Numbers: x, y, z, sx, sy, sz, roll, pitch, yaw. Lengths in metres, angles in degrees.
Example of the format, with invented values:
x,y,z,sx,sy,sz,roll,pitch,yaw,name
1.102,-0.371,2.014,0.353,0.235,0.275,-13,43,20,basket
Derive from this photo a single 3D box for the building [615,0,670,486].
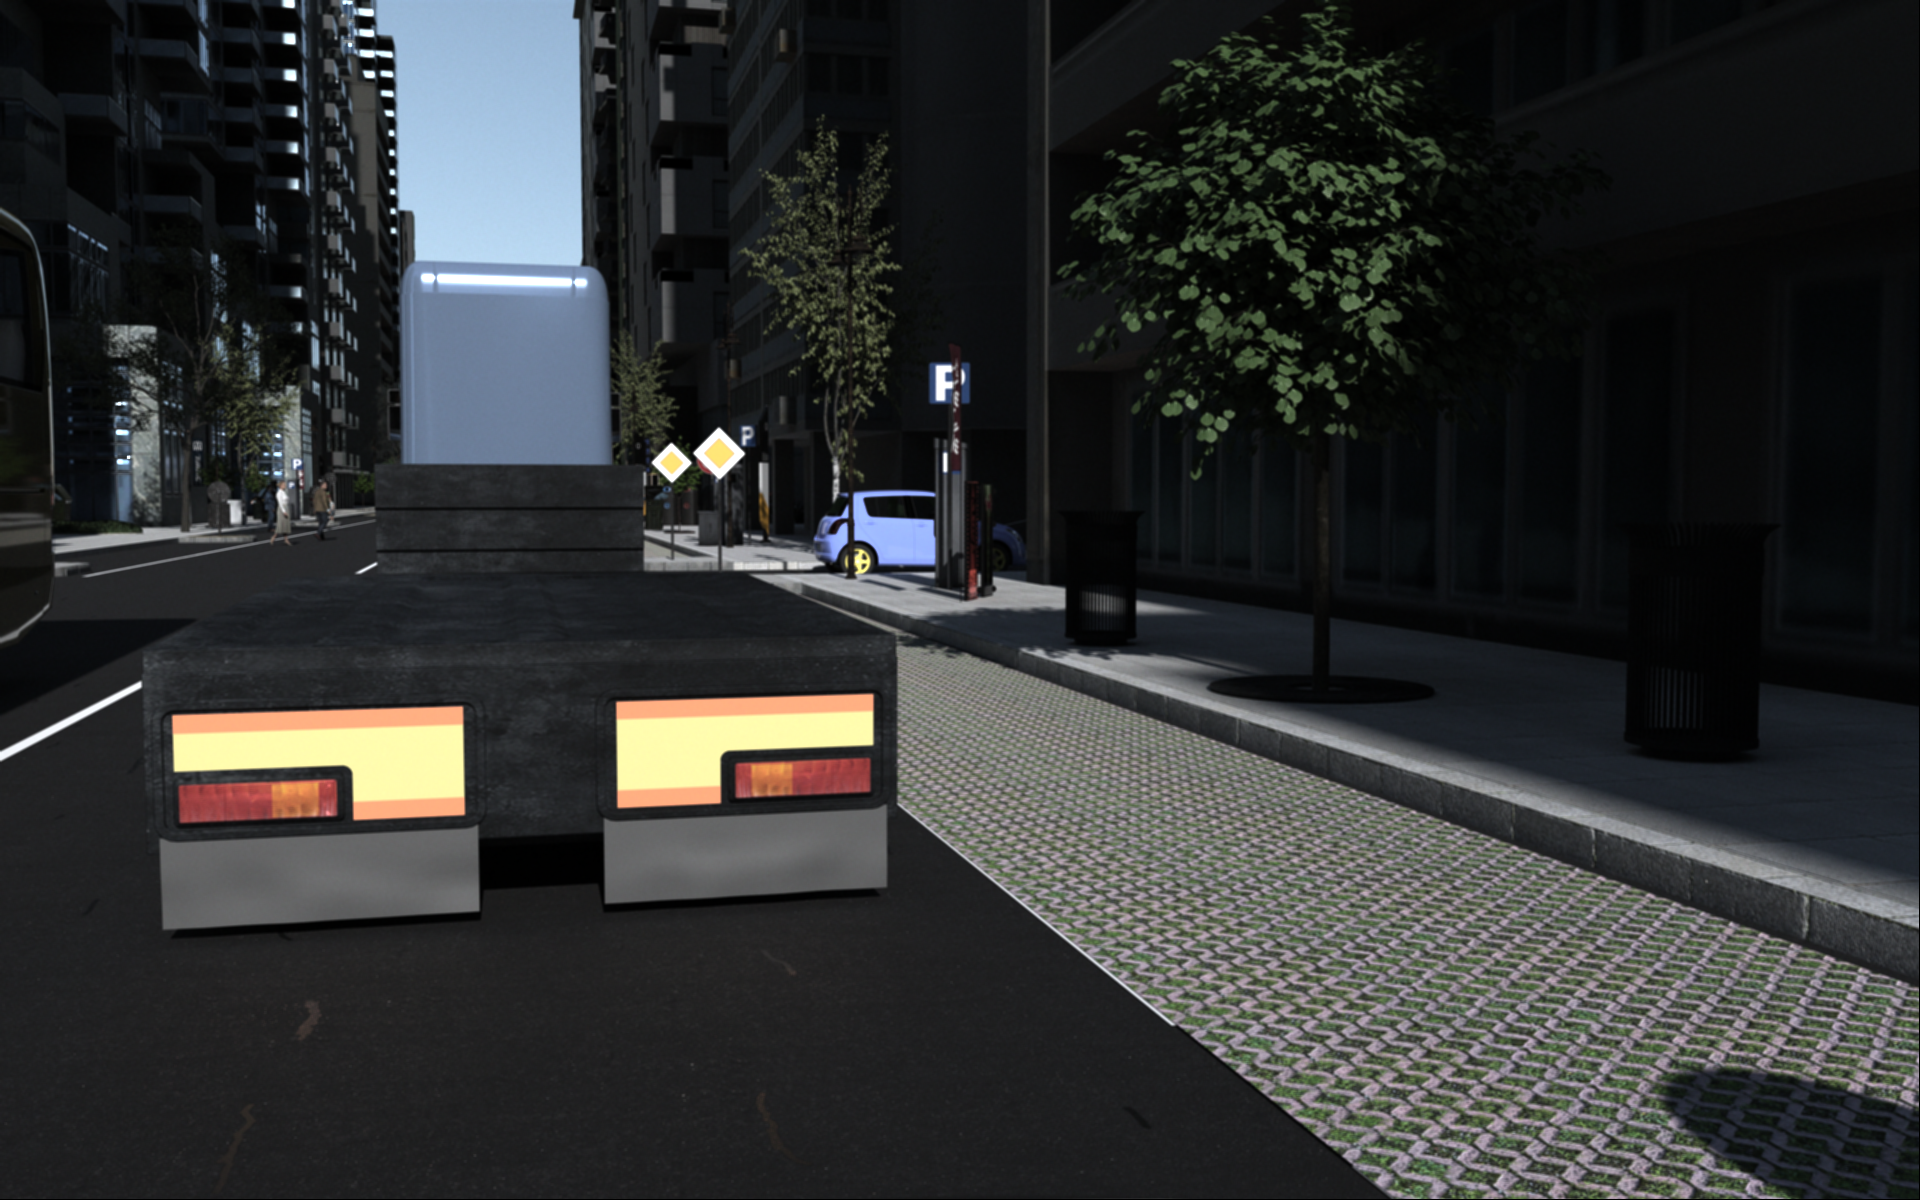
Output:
x,y,z,sx,sy,sz,roll,pitch,yaw,name
-16.432,-26.616,118.761,14.154,41.232,14.086,-1,4,-14,building

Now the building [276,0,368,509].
x,y,z,sx,sy,sz,roll,pitch,yaw,name
-62.792,-32.079,144.101,23.786,49.044,30.456,-1,4,-14,building

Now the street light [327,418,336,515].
x,y,z,sx,sy,sz,roll,pitch,yaw,name
-37.916,-8.063,104.620,0.468,5.910,1.993,-1,4,-14,street light

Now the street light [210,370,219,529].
x,y,z,sx,sy,sz,roll,pitch,yaw,name
-27.517,-5.586,64.116,0.468,5.910,1.993,-1,4,-14,street light

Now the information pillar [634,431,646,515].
x,y,z,sx,sy,sz,roll,pitch,yaw,name
-11.868,-4.456,64.207,0.183,3.616,0.504,3,5,44,information pillar

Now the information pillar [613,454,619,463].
x,y,z,sx,sy,sz,roll,pitch,yaw,name
-20.183,-6.732,101.422,0.504,3.616,0.183,-3,5,-40,information pillar

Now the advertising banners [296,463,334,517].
x,y,z,sx,sy,sz,roll,pitch,yaw,name
-36.852,-6.280,98.857,2.074,3.025,0.090,-1,4,-14,advertising banners

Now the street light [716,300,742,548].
x,y,z,sx,sy,sz,roll,pitch,yaw,name
-5.513,-4.196,41.387,0.468,5.910,1.993,-1,4,-14,street light

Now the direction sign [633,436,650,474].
x,y,z,sx,sy,sz,roll,pitch,yaw,name
-12.471,-4.640,67.854,0.379,3.537,0.876,3,4,37,direction sign

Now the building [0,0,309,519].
x,y,z,sx,sy,sz,roll,pitch,yaw,name
-53.914,-48.949,112.993,22.319,86.520,31.000,-1,4,-14,building

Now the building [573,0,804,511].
x,y,z,sx,sy,sz,roll,pitch,yaw,name
-22.100,-35.410,168.195,28.713,52.752,27.495,-1,4,-14,building

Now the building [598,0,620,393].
x,y,z,sx,sy,sz,roll,pitch,yaw,name
-17.550,-29.717,140.502,22.147,44.769,28.867,-1,4,-14,building

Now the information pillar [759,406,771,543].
x,y,z,sx,sy,sz,roll,pitch,yaw,name
-5.182,-3.330,45.808,0.183,3.616,0.504,1,4,15,information pillar

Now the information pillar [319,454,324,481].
x,y,z,sx,sy,sz,roll,pitch,yaw,name
-37.556,-6.761,101.890,0.183,3.616,0.504,0,4,4,information pillar

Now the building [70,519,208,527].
x,y,z,sx,sy,sz,roll,pitch,yaw,name
-45.446,-46.707,76.334,22.319,86.520,31.000,-1,4,-14,building

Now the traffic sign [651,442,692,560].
x,y,z,sx,sy,sz,roll,pitch,yaw,name
-5.600,-1.837,33.674,0.795,2.450,0.064,-1,4,-14,traffic sign

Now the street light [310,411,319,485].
x,y,z,sx,sy,sz,roll,pitch,yaw,name
-36.015,-7.582,96.761,0.468,5.910,1.993,-1,4,-14,street light

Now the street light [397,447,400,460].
x,y,z,sx,sy,sz,roll,pitch,yaw,name
-54.657,-12.006,169.080,0.468,5.910,1.993,-1,4,-14,street light

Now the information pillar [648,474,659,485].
x,y,z,sx,sy,sz,roll,pitch,yaw,name
-11.159,-3.582,63.060,0.304,2.012,0.304,-3,4,-36,information pillar

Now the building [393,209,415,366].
x,y,z,sx,sy,sz,roll,pitch,yaw,name
-83.424,-34.122,241.485,14.154,41.232,14.086,-1,4,-14,building

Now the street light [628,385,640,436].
x,y,z,sx,sy,sz,roll,pitch,yaw,name
-13.801,-6.154,73.408,0.468,5.910,1.993,-1,4,-14,street light

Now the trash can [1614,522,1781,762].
x,y,z,sx,sy,sz,roll,pitch,yaw,name
3.587,0.194,8.474,0.748,1.137,0.748,0,3,0,trash can

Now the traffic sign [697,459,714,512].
x,y,z,sx,sy,sz,roll,pitch,yaw,name
-6.302,-2.689,44.075,0.768,2.556,0.104,0,4,-5,traffic sign

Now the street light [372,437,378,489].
x,y,z,sx,sy,sz,roll,pitch,yaw,name
-46.322,-10.048,137.071,0.468,5.910,1.993,-1,4,-14,street light

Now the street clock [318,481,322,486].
x,y,z,sx,sy,sz,roll,pitch,yaw,name
-36.269,-5.740,98.426,0.471,2.002,0.358,3,5,44,street clock

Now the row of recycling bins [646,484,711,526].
x,y,z,sx,sy,sz,roll,pitch,yaw,name
-11.474,-3.888,70.682,3.534,1.692,1.069,0,4,4,row of recycling bins

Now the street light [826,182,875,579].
x,y,z,sx,sy,sz,roll,pitch,yaw,name
-1.647,-3.257,26.035,0.468,5.910,1.993,-1,4,-14,street light

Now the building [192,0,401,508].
x,y,z,sx,sy,sz,roll,pitch,yaw,name
-80.903,-55.341,217.488,22.319,86.520,31.000,-1,4,-14,building

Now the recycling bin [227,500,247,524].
x,y,z,sx,sy,sz,roll,pitch,yaw,name
-30.839,-3.751,73.888,0.722,1.027,0.722,-1,4,-18,recycling bin

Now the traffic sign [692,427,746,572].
x,y,z,sx,sy,sz,roll,pitch,yaw,name
-3.602,-1.364,25.942,0.795,2.450,0.064,-1,4,-14,traffic sign

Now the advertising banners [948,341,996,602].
x,y,z,sx,sy,sz,roll,pitch,yaw,name
0.144,-1.513,20.928,0.090,3.025,2.074,1,4,16,advertising banners

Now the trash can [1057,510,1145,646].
x,y,z,sx,sy,sz,roll,pitch,yaw,name
1.202,-0.191,14.773,0.748,1.137,0.748,0,3,0,trash can

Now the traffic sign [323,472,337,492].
x,y,z,sx,sy,sz,roll,pitch,yaw,name
-36.919,-6.202,101.500,0.768,2.556,0.104,-1,4,-13,traffic sign

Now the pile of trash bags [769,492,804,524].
x,y,z,sx,sy,sz,roll,pitch,yaw,name
-7.772,-4.371,81.225,1.912,1.369,3.447,-3,5,-43,pile of trash bags

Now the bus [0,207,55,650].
x,y,z,sx,sy,sz,roll,pitch,yaw,name
-6.648,-0.972,7.447,2.896,3.916,12.252,-1,4,-16,bus

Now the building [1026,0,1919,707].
x,y,z,sx,sy,sz,roll,pitch,yaw,name
13.898,-24.003,16.155,21.300,48.544,21.600,-1,4,-14,building

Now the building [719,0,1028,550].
x,y,z,sx,sy,sz,roll,pitch,yaw,name
5.402,-22.190,54.686,23.993,40.220,32.217,-1,4,-14,building

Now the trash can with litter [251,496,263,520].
x,y,z,sx,sy,sz,roll,pitch,yaw,name
-35.366,-4.626,87.016,0.624,1.170,1.055,-2,4,-29,trash can with litter
